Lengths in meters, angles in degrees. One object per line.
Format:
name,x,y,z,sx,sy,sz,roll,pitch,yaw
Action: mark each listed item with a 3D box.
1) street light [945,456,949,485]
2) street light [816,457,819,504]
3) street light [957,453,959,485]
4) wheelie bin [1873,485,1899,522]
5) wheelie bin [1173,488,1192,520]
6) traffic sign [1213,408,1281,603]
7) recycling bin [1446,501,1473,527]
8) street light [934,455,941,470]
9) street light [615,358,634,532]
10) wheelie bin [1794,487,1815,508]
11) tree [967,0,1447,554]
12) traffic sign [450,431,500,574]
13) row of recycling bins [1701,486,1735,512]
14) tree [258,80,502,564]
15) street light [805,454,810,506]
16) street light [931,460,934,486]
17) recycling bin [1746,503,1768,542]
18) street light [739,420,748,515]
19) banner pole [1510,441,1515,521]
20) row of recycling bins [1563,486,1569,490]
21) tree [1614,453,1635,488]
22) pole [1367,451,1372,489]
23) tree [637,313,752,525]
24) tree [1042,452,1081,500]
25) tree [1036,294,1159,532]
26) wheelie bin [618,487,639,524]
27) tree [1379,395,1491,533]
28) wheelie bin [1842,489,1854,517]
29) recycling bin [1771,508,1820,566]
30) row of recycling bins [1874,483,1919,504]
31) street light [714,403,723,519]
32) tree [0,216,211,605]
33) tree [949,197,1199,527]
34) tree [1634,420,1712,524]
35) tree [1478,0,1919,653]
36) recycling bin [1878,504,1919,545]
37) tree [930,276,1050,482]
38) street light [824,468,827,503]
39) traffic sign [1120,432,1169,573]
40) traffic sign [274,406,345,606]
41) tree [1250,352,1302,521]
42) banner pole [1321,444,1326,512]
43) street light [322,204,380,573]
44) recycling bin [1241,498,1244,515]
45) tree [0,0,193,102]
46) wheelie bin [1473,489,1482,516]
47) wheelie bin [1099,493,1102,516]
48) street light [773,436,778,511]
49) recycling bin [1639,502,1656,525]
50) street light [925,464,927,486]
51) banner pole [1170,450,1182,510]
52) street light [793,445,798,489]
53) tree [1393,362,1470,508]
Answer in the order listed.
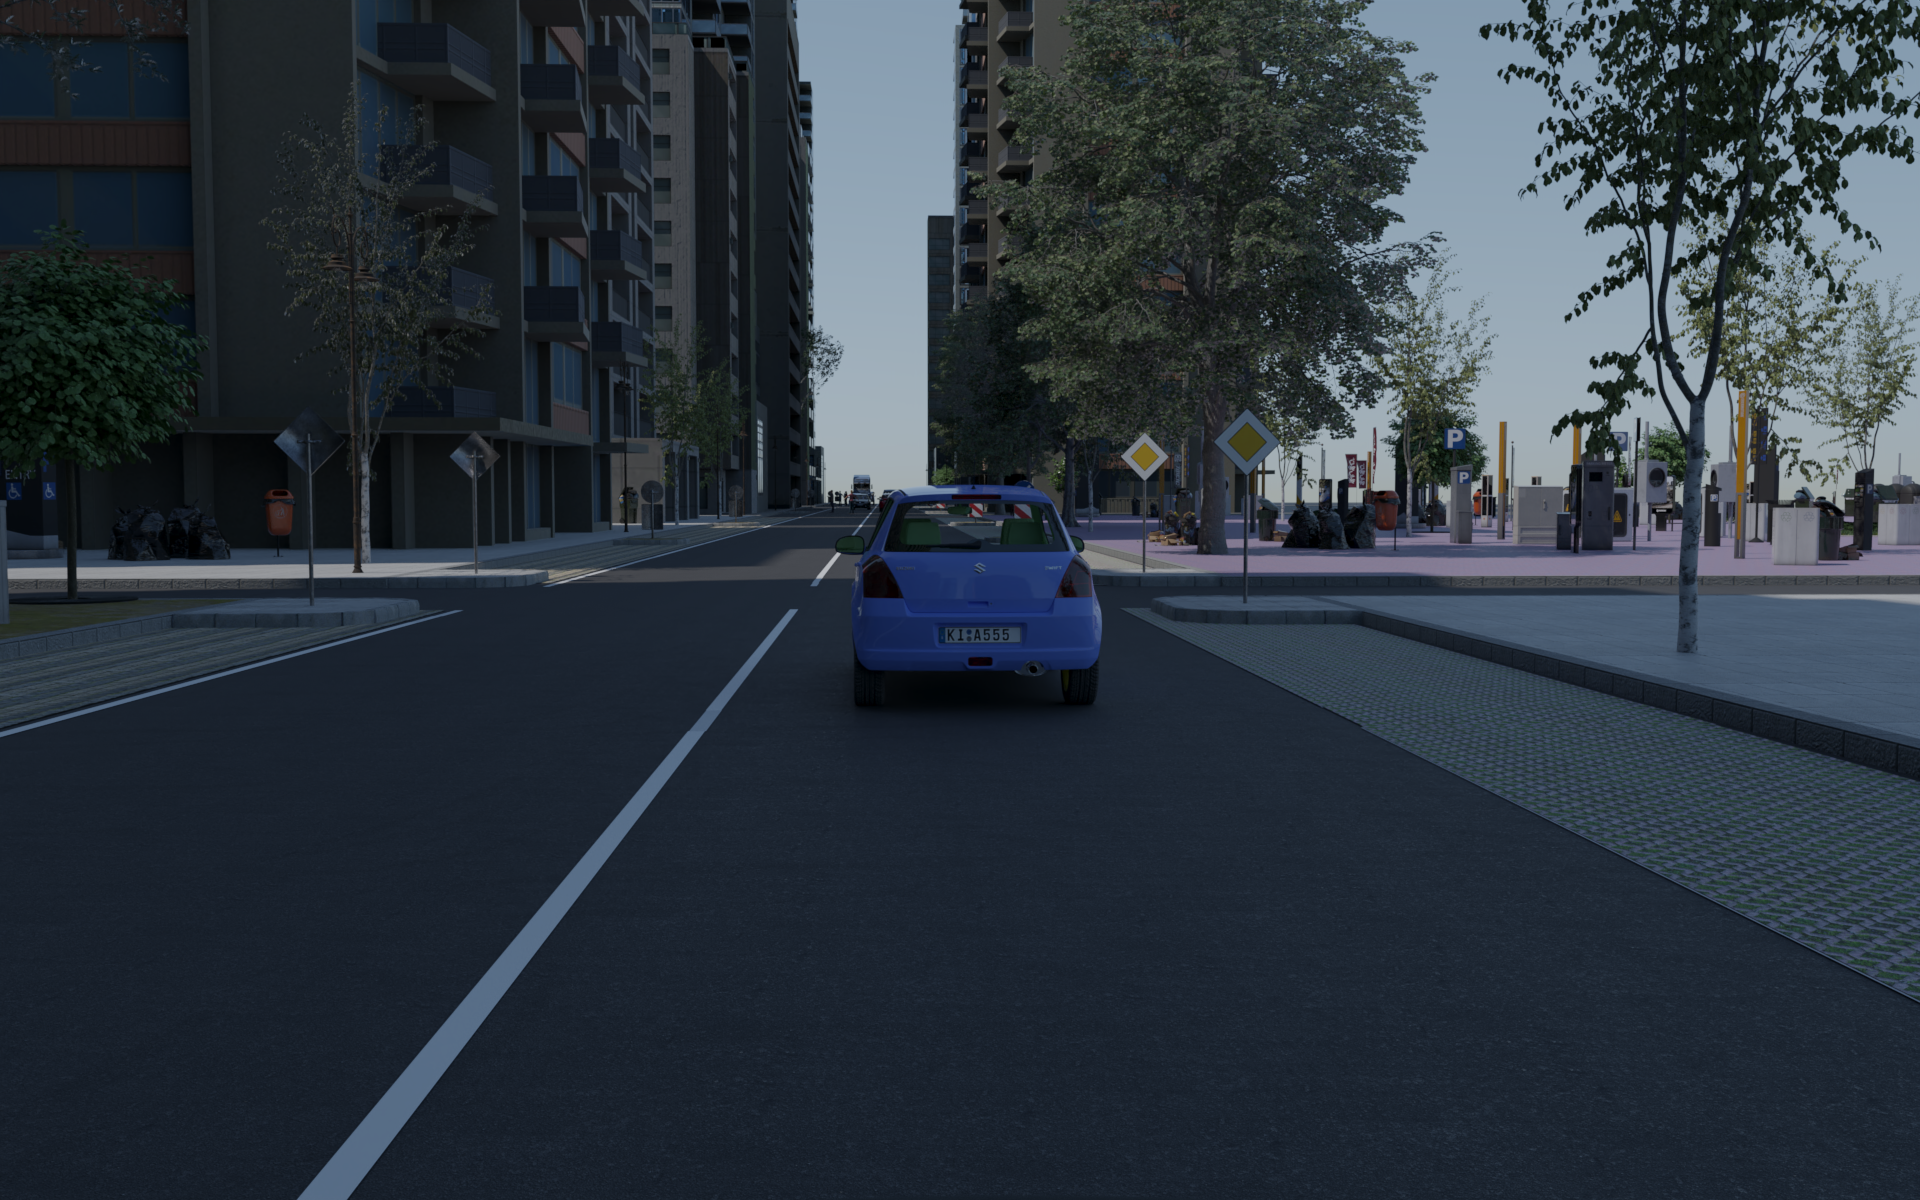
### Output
street light,-1.362,-12.632,179.313,0.468,5.910,1.993,0,4,-2
street light,-17.924,-14.991,217.893,0.468,5.910,1.993,0,4,-2
street light,-0.112,-10.793,149.245,0.468,5.910,1.993,0,4,-2
wheelie bin,32.698,-3.270,61.373,0.980,1.594,0.693,-1,4,-8
wheelie bin,11.018,-4.741,85.420,0.980,1.594,0.693,-1,4,-17
traffic sign,3.345,-1.017,20.269,0.795,2.450,0.064,0,4,-2
recycling bin,19.297,-3.326,66.931,0.722,1.027,0.722,-2,4,-25
street light,-2.419,-14.016,201.952,0.468,5.910,1.993,0,4,-2
street light,-11.240,-5.220,58.141,0.468,5.910,1.993,0,4,-2
wheelie bin,35.828,-4.015,73.550,0.693,1.594,0.980,3,5,44
tree,5.314,-7.960,36.805,9.857,13.997,8.962,0,3,0
traffic sign,-7.781,-1.478,27.809,0.795,2.450,0.064,0,4,-2
row of recycling bins,39.653,-5.141,91.172,3.534,1.692,1.069,-1,4,-19
tree,-10.818,-4.990,31.957,4.360,8.622,3.978,0,3,0
street light,-16.542,-13.129,187.454,0.468,5.910,1.993,0,4,-2
street light,-3.653,-15.846,231.875,0.468,5.910,1.993,0,4,-2
recycling bin,21.621,-2.114,47.115,0.722,1.027,0.722,3,5,41
street light,-13.028,-8.049,104.383,0.468,5.910,1.993,0,4,-2
banner pole,26.130,-5.619,81.883,0.401,3.779,0.863,2,4,27
row of recycling bins,32.675,-5.061,89.868,1.069,1.692,3.534,-2,4,-28
tree,30.290,-5.193,79.511,1.663,3.219,1.824,0,3,0
pole,19.530,-5.433,82.676,0.158,3.312,0.155,0,3,0
tree,-11.563,-7.417,71.624,4.737,8.622,4.395,0,3,0
tree,4.706,-5.080,77.659,1.663,3.219,1.824,0,3,0
tree,4.457,-6.588,58.078,4.360,8.622,3.978,0,3,0
wheelie bin,-14.307,-4.101,74.965,0.693,1.594,0.980,2,4,24
tree,15.623,-4.513,57.502,4.285,4.588,4.351,0,3,0
wheelie bin,50.682,-5.539,98.476,0.693,1.594,0.980,-3,5,-43
recycling bin,15.146,-1.153,31.403,0.722,1.027,0.722,1,4,22
row of recycling bins,36.279,-3.629,66.445,1.069,1.692,3.534,-1,4,-17
street light,-12.314,-7.051,88.071,0.468,5.910,1.993,0,4,-2
tree,-10.712,-2.255,20.585,4.285,4.588,4.351,0,3,0
tree,4.352,-9.190,67.272,9.611,12.733,9.660,0,3,0
tree,30.748,-5.578,74.918,4.285,4.588,4.351,0,3,0
tree,6.093,-3.889,13.951,4.737,8.622,4.395,0,3,0
recycling bin,23.641,-1.897,43.562,0.722,1.027,0.722,0,4,-7
tree,3.597,-10.880,88.265,12.009,13.543,11.850,0,3,0
street light,-19.352,-16.862,248.488,0.468,5.910,1.993,0,4,-2
traffic sign,3.004,-1.505,28.247,0.795,2.450,0.064,0,4,-2
traffic sign,-7.441,-0.990,19.831,0.795,2.450,0.064,0,4,-2
tree,15.443,-8.041,81.830,4.737,8.622,4.395,0,3,0
banner pole,18.021,-5.869,85.977,0.401,3.779,0.863,2,4,27
street light,-9.798,-3.377,27.999,0.468,5.910,1.993,0,4,-2
recycling bin,17.391,-5.600,104.115,0.722,1.027,0.722,3,5,42
tree,-10.249,-6.147,10.878,12.009,13.543,11.850,0,3,0
wheelie bin,30.043,-5.616,99.722,0.980,1.594,0.693,-2,4,-30
wheelie bin,8.168,-5.856,103.660,0.693,1.594,0.980,0,4,2
street light,-14.340,-9.889,134.469,0.468,5.910,1.993,0,4,-2
recycling bin,28.696,-3.634,71.978,0.722,1.027,0.722,2,4,33
street light,-5.060,-17.724,262.577,0.468,5.910,1.993,0,4,-2
banner pole,11.310,-6.182,91.091,0.863,3.779,0.401,-1,4,-18
street light,-15.599,-11.730,164.569,0.468,5.910,1.993,0,4,-2
tree,25.515,-8.844,94.959,4.360,8.622,3.978,0,3,0
